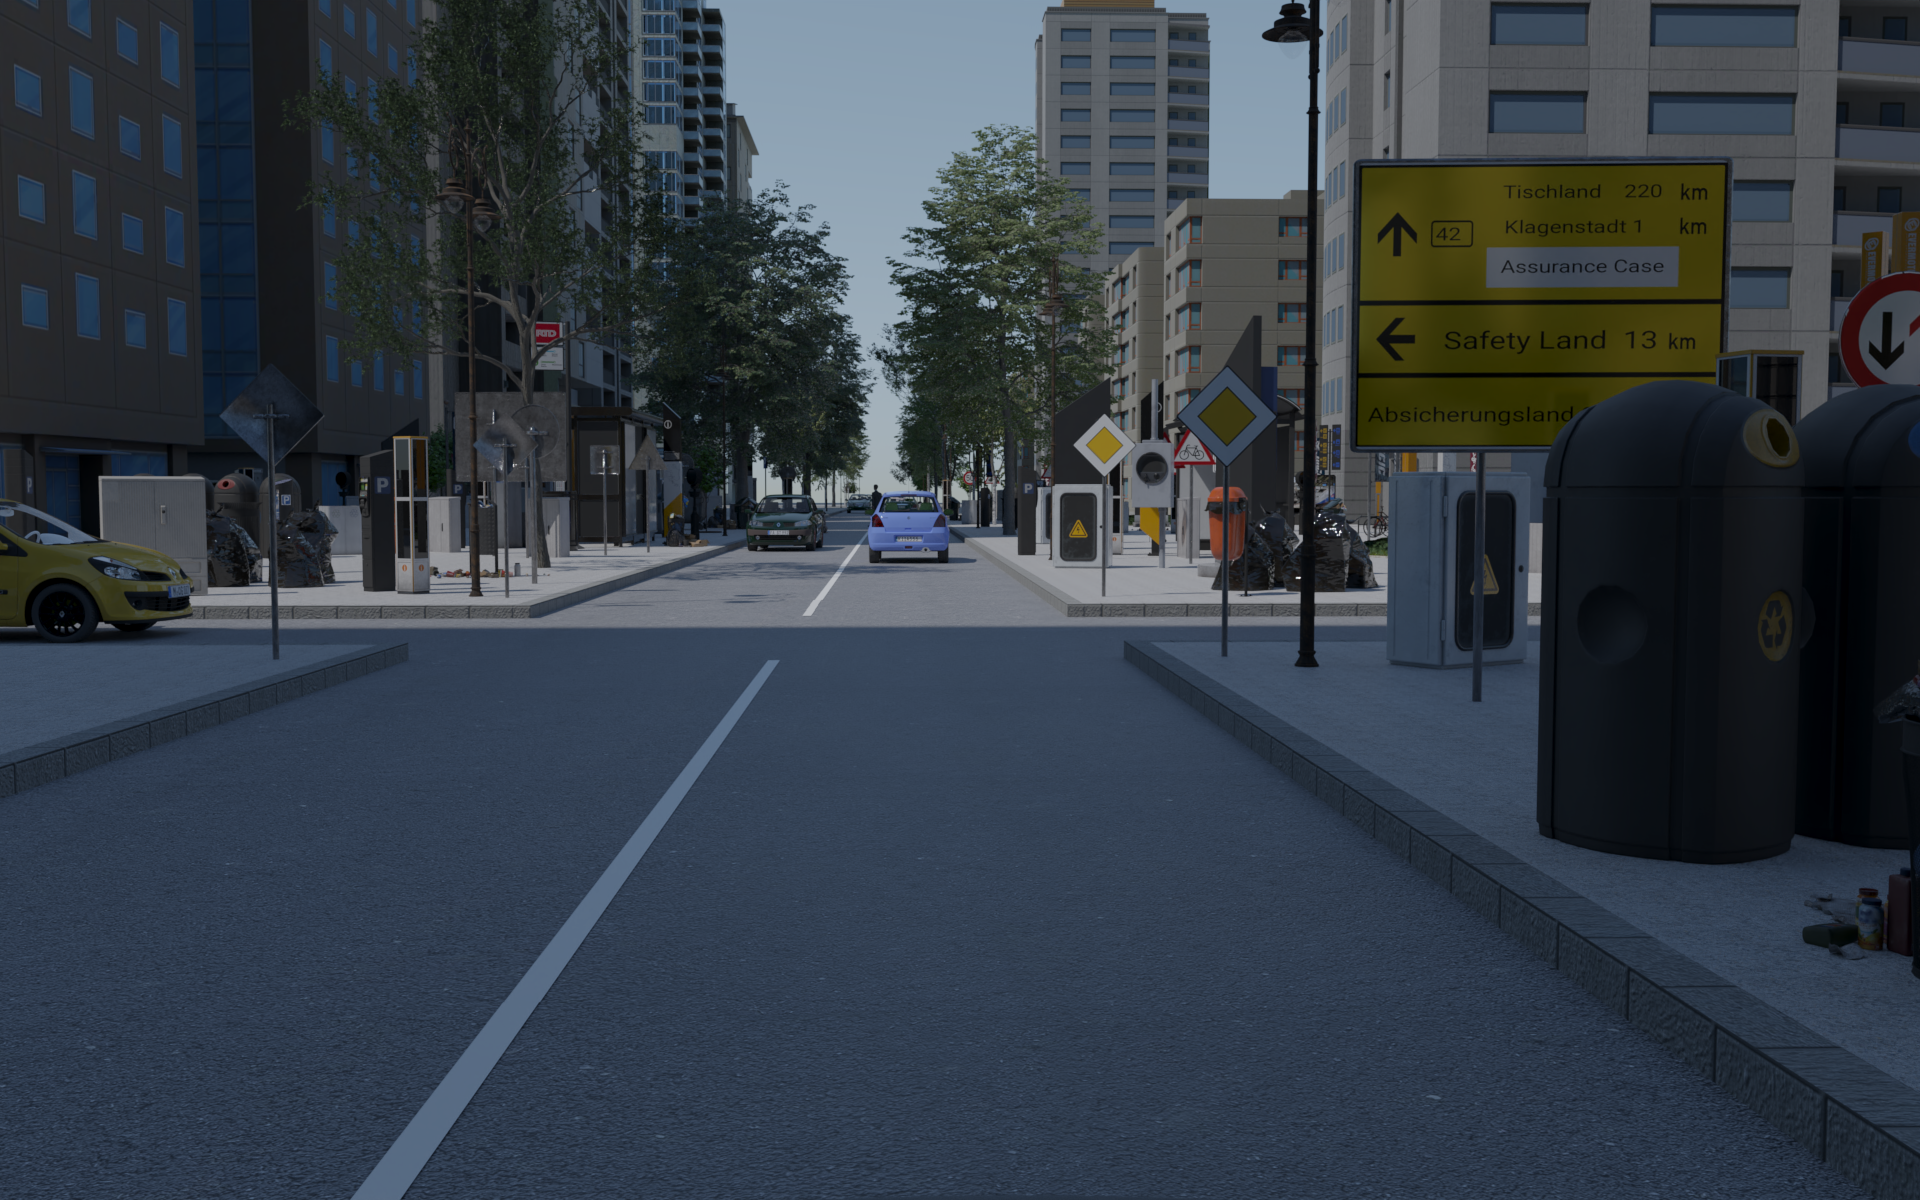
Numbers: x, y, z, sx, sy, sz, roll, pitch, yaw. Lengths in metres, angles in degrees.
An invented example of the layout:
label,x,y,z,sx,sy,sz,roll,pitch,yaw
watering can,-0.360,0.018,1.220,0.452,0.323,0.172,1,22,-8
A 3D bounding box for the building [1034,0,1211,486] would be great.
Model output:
label,x,y,z,sx,sy,sz,roll,pitch,yaw
building,19.718,-41.041,213.021,21.231,58.520,28.212,0,4,-2

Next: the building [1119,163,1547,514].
label,x,y,z,sx,sy,sz,roll,pitch,yaw
building,26.521,-16.597,116.393,27.650,21.520,28.899,0,4,-2

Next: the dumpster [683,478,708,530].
label,x,y,z,sx,sy,sz,roll,pitch,yaw
dumpster,-9.756,-3.457,62.282,1.264,1.857,1.865,0,4,-2

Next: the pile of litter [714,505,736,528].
label,x,y,z,sx,sy,sz,roll,pitch,yaw
pile of litter,-8.904,-3.159,65.612,1.176,0.858,1.719,3,4,38

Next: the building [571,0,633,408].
label,x,y,z,sx,sy,sz,roll,pitch,yaw
building,-33.983,-42.435,132.072,20.563,71.187,20.611,0,4,-2

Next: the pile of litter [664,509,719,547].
label,x,y,z,sx,sy,sz,roll,pitch,yaw
pile of litter,-6.723,-1.746,42.511,1.176,0.858,1.719,0,4,2

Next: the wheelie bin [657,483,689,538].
label,x,y,z,sx,sy,sz,roll,pitch,yaw
wheelie bin,-8.489,-2.643,51.117,0.980,1.594,0.693,0,4,-4

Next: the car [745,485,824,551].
label,x,y,z,sx,sy,sz,roll,pitch,yaw
car,-4.499,-2.142,44.814,2.009,1.686,4.222,0,4,0

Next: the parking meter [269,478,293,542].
label,x,y,z,sx,sy,sz,roll,pitch,yaw
parking meter,-10.930,-1.192,27.898,0.372,1.533,0.369,0,3,0

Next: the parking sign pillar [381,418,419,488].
label,x,y,z,sx,sy,sz,roll,pitch,yaw
parking sign pillar,-19.798,-4.449,61.212,1.447,3.967,1.447,-2,4,-33

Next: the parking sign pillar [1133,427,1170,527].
label,x,y,z,sx,sy,sz,roll,pitch,yaw
parking sign pillar,7.481,-4.841,67.625,1.447,3.967,1.447,0,4,5

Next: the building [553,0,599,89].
label,x,y,z,sx,sy,sz,roll,pitch,yaw
building,-37.834,-31.745,108.261,28.713,52.752,27.495,0,4,-2

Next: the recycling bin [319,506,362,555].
label,x,y,z,sx,sy,sz,roll,pitch,yaw
recycling bin,-13.133,-1.479,36.730,0.722,1.027,0.722,-2,4,-34

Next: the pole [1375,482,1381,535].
label,x,y,z,sx,sy,sz,roll,pitch,yaw
pole,13.150,-3.706,54.431,0.158,3.312,0.155,0,3,0

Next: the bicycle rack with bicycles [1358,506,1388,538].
label,x,y,z,sx,sy,sz,roll,pitch,yaw
bicycle rack with bicycles,13.241,-2.354,51.865,2.925,0.926,2.852,0,4,-2

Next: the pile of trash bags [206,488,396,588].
label,x,y,z,sx,sy,sz,roll,pitch,yaw
pile of trash bags,-9.194,-0.895,24.391,3.447,1.369,1.912,0,4,4

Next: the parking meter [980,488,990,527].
label,x,y,z,sx,sy,sz,roll,pitch,yaw
parking meter,0.987,-3.629,67.749,0.372,1.533,0.369,0,3,0

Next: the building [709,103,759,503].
label,x,y,z,sx,sy,sz,roll,pitch,yaw
building,-42.650,-39.631,237.199,28.713,52.752,27.495,0,4,-2

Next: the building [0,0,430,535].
label,x,y,z,sx,sy,sz,roll,pitch,yaw
building,-28.856,-25.324,64.155,14.600,45.320,14.200,0,4,-2

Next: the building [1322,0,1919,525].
label,x,y,z,sx,sy,sz,roll,pitch,yaw
building,26.516,-32.496,73.307,21.231,58.520,28.212,0,4,-2

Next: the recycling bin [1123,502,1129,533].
label,x,y,z,sx,sy,sz,roll,pitch,yaw
recycling bin,5.132,-2.761,57.692,0.722,1.027,0.722,-3,5,-43

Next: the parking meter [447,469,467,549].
label,x,y,z,sx,sy,sz,roll,pitch,yaw
parking meter,-11.855,-2.146,40.806,0.399,1.863,0.255,-3,4,-37

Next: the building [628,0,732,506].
label,x,y,z,sx,sy,sz,roll,pitch,yaw
building,-38.238,-54.671,206.549,22.319,86.520,31.000,0,4,-2

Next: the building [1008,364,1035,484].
label,x,y,z,sx,sy,sz,roll,pitch,yaw
building,21.415,-24.324,242.734,27.650,21.520,28.899,0,4,-2

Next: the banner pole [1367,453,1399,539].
label,x,y,z,sx,sy,sz,roll,pitch,yaw
banner pole,10.496,-3.277,43.597,0.863,3.779,0.401,-2,4,-27

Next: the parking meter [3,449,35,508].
label,x,y,z,sx,sy,sz,roll,pitch,yaw
parking meter,-12.320,-1.040,22.713,0.255,1.863,0.399,-1,4,-11

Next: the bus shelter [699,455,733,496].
label,x,y,z,sx,sy,sz,roll,pitch,yaw
bus shelter,-12.426,-5.595,85.395,2.014,3.302,5.546,0,4,-2

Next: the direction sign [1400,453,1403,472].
label,x,y,z,sx,sy,sz,roll,pitch,yaw
direction sign,15.886,-4.298,62.267,0.379,3.537,0.876,0,4,7

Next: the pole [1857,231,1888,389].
label,x,y,z,sx,sy,sz,roll,pitch,yaw
pole,7.139,-1.209,13.603,0.158,3.312,0.155,0,3,0

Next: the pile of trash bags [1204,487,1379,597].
label,x,y,z,sx,sy,sz,roll,pitch,yaw
pile of trash bags,4.181,-0.808,22.961,1.912,1.369,3.447,2,4,34

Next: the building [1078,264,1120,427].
label,x,y,z,sx,sy,sz,roll,pitch,yaw
building,25.169,-18.359,145.208,27.650,21.520,28.899,0,4,-2

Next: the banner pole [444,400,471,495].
label,x,y,z,sx,sy,sz,roll,pitch,yaw
banner pole,-13.424,-3.429,46.077,0.863,3.779,0.401,1,4,12

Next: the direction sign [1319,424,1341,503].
label,x,y,z,sx,sy,sz,roll,pitch,yaw
direction sign,12.059,-3.946,56.516,0.379,3.537,0.876,-3,4,-38

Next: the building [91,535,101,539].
label,x,y,z,sx,sy,sz,roll,pitch,yaw
building,-28.677,-23.968,41.989,14.600,45.320,14.200,0,4,-2

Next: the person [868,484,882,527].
label,x,y,z,sx,sy,sz,roll,pitch,yaw
person,-3.634,-4.017,73.963,0.659,1.850,0.755,-3,4,-38

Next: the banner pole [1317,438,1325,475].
label,x,y,z,sx,sy,sz,roll,pitch,yaw
banner pole,13.886,-4.754,67.743,0.863,3.779,0.401,2,4,27

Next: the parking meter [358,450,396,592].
label,x,y,z,sx,sy,sz,roll,pitch,yaw
parking meter,-7.674,-1.046,22.806,0.255,1.863,0.399,3,5,42

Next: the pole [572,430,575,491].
label,x,y,z,sx,sy,sz,roll,pitch,yaw
pole,-10.749,-3.311,47.975,0.158,3.312,0.155,0,3,0

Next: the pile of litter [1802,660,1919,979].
label,x,y,z,sx,sy,sz,roll,pitch,yaw
pile of litter,2.943,0.573,4.602,1.176,0.858,1.719,1,4,11

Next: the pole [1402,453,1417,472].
label,x,y,z,sx,sy,sz,roll,pitch,yaw
pole,6.731,-1.963,25.941,0.158,3.312,0.155,0,3,0

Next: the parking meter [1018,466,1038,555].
label,x,y,z,sx,sy,sz,roll,pitch,yaw
parking meter,1.418,-1.868,36.253,0.399,1.863,0.255,-1,4,-8

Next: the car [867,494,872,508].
label,x,y,z,sx,sy,sz,roll,pitch,yaw
car,-8.828,-9.348,162.618,2.009,1.686,4.222,0,4,-4

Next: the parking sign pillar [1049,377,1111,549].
label,x,y,z,sx,sy,sz,roll,pitch,yaw
parking sign pillar,2.792,-3.148,39.949,1.447,3.967,1.447,0,4,-6

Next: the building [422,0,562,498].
label,x,y,z,sx,sy,sz,roll,pitch,yaw
building,-28.461,-19.269,86.750,14.160,30.474,14.107,0,4,-2

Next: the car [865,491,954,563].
label,x,y,z,sx,sy,sz,roll,pitch,yaw
car,-1.092,-1.688,37.197,1.945,1.707,3.694,0,4,-2

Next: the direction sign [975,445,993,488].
label,x,y,z,sx,sy,sz,roll,pitch,yaw
direction sign,1.131,-5.418,80.580,0.876,3.537,0.379,1,4,22

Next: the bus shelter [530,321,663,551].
label,x,y,z,sx,sy,sz,roll,pitch,yaw
bus shelter,-8.970,-3.993,42.912,2.179,5.291,8.768,0,4,-2

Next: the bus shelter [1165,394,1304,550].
label,x,y,z,sx,sy,sz,roll,pitch,yaw
bus shelter,5.792,-2.627,36.872,2.014,3.302,5.546,0,4,-2

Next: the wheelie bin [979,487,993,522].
label,x,y,z,sx,sy,sz,roll,pitch,yaw
wheelie bin,1.216,-4.382,79.550,0.693,1.594,0.980,1,4,14

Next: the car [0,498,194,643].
label,x,y,z,sx,sy,sz,roll,pitch,yaw
car,-9.828,-0.436,17.355,3.980,1.641,2.015,0,4,-2

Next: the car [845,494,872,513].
label,x,y,z,sx,sy,sz,roll,pitch,yaw
car,-7.618,-7.290,130.986,2.131,1.459,4.920,0,4,-2

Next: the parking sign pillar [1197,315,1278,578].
label,x,y,z,sx,sy,sz,roll,pitch,yaw
parking sign pillar,4.429,-2.349,26.874,1.447,3.967,1.447,-1,4,-16

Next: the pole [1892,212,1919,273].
label,x,y,z,sx,sy,sz,roll,pitch,yaw
pole,6.873,-1.151,12.655,0.158,3.312,0.155,0,3,0

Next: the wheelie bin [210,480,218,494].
label,x,y,z,sx,sy,sz,roll,pitch,yaw
wheelie bin,-17.163,-1.945,39.714,0.693,1.594,0.980,0,4,8

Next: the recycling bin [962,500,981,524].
label,x,y,z,sx,sy,sz,roll,pitch,yaw
recycling bin,0.554,-3.725,73.453,0.722,1.027,0.722,3,5,44
